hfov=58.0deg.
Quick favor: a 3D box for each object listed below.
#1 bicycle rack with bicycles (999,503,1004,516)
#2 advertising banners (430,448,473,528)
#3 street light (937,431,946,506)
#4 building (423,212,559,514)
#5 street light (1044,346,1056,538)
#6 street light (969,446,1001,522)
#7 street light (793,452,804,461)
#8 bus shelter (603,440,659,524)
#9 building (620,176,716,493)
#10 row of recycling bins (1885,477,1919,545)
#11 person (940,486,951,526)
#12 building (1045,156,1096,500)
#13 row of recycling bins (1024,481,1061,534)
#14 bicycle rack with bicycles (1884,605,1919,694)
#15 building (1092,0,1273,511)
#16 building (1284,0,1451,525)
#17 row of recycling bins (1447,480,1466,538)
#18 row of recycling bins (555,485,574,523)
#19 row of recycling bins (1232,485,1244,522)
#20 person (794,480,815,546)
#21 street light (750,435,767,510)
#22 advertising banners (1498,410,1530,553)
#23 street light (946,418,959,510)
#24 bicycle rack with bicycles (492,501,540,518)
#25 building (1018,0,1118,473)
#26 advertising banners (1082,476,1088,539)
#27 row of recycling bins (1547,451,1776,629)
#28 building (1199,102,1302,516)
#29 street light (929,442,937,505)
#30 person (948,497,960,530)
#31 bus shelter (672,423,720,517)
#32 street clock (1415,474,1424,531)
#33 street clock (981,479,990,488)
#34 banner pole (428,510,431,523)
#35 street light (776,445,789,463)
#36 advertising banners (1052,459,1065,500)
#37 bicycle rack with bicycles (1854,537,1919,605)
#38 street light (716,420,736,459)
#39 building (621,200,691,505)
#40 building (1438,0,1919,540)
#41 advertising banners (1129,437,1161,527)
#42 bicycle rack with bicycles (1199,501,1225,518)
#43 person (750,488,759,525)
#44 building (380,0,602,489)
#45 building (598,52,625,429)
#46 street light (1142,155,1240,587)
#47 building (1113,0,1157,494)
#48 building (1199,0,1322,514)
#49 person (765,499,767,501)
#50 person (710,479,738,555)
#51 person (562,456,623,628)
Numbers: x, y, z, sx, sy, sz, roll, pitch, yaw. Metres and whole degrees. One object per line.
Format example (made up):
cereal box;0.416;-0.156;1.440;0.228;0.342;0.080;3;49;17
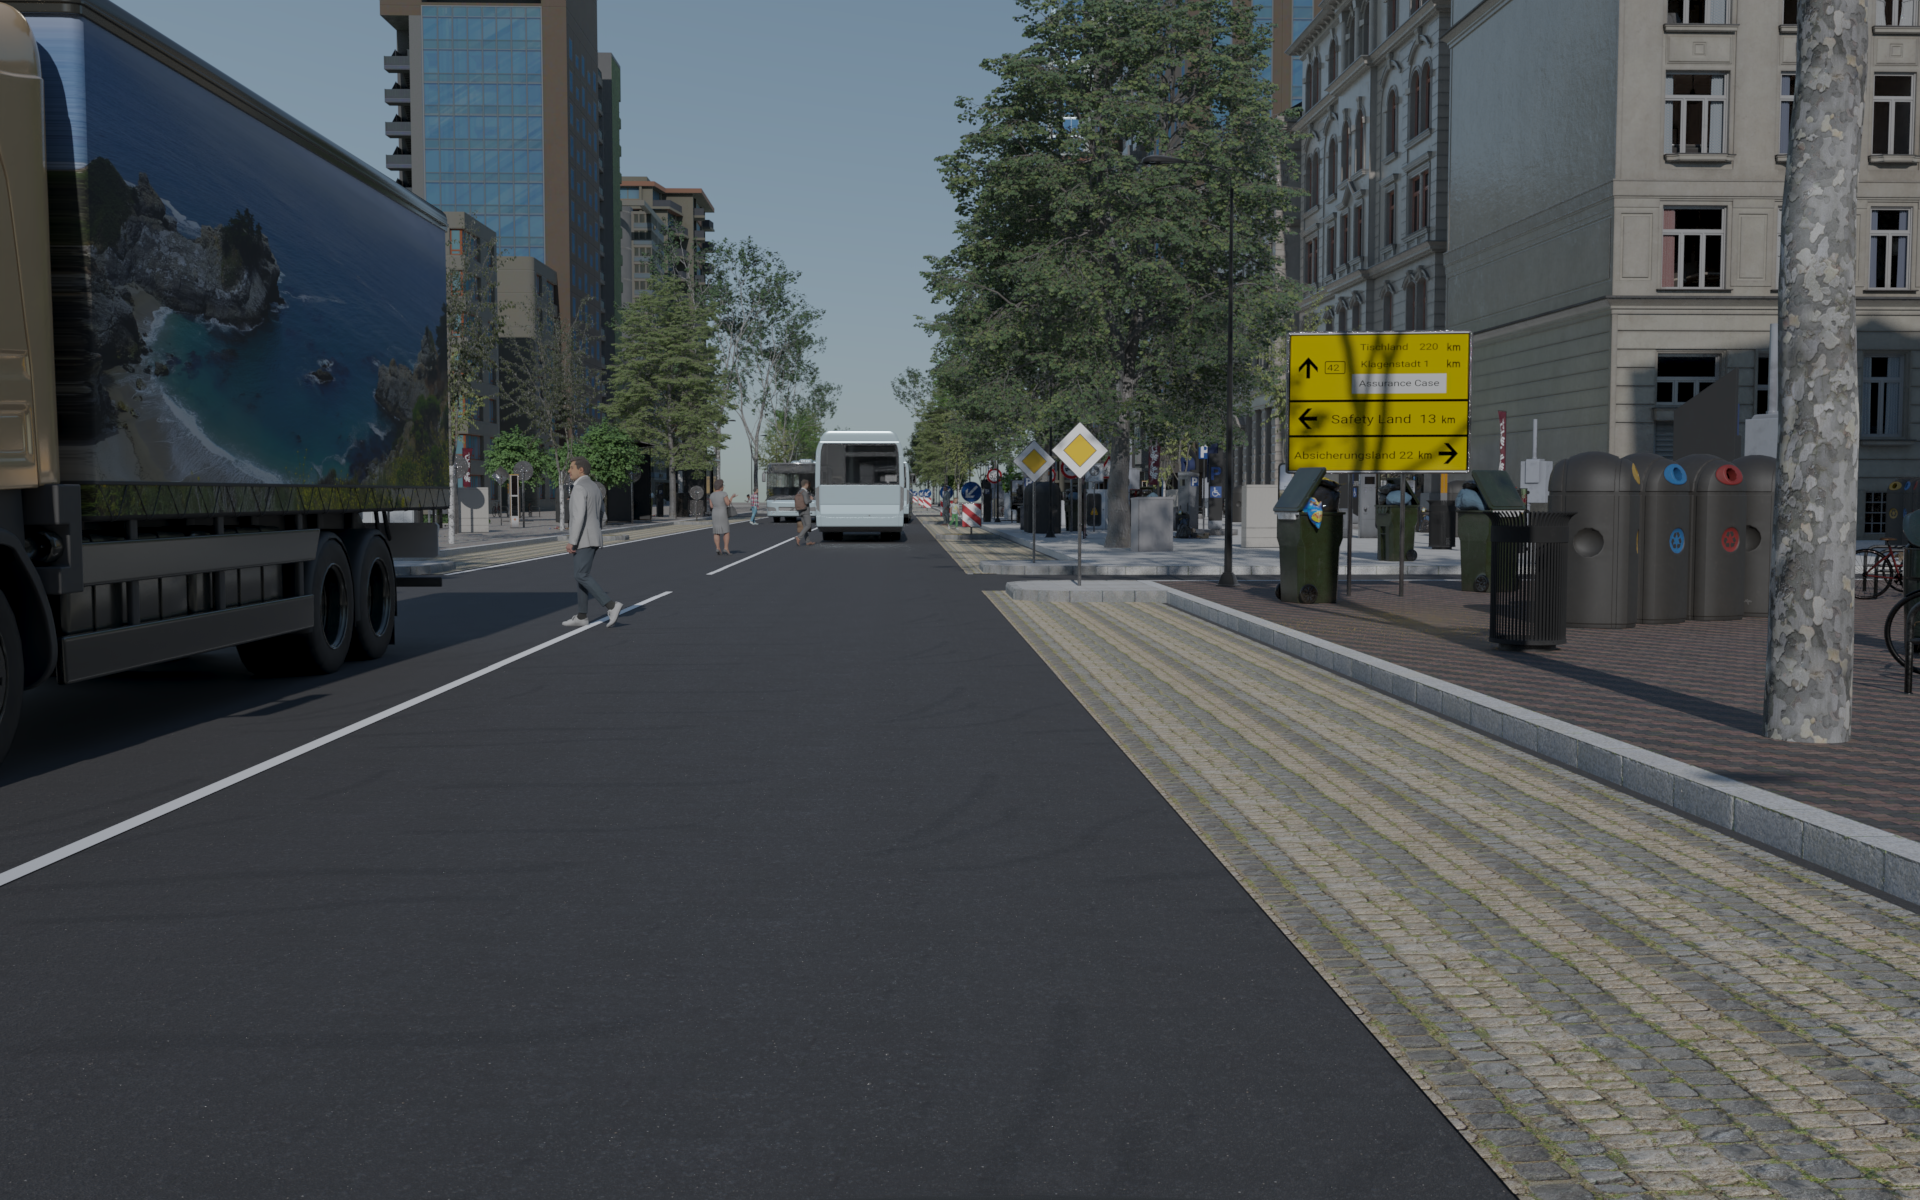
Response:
bicycle rack with bicycles;3.383;-5.377;101.288;2.925;0.926;2.852;0;4;-8
advertising banners;-19.047;-4.207;64.968;0.090;3.025;2.074;2;4;33
street light;-0.750;-9.542;128.550;1.470;5.913;1.316;0;4;-2
building;-44.634;-16.829;120.198;27.650;21.520;28.899;0;4;-2
street light;2.130;-4.794;50.923;1.470;5.913;1.316;0;4;-2
street light;1.165;-6.459;78.147;1.470;5.913;1.316;0;4;-2
street light;-17.871;-13.396;191.563;1.470;5.913;1.316;0;4;-2
bus shelter;-14.923;-5.336;78.525;1.731;3.624;6.357;0;4;-2
building;-45.877;-35.868;241.060;22.147;44.769;28.867;0;4;-2
row of recycling bins;22.457;-2.028;40.264;1.069;1.692;3.534;1;4;14
person;-0.618;-4.251;78.099;0.391;1.810;0.635;-1;4;-22
building;21.623;-34.655;221.238;22.147;44.769;28.867;0;4;-2
row of recycling bins;2.680;-3.081;57.485;1.069;1.692;3.534;0;4;-5
bicycle rack with bicycles;7.336;0.141;11.077;2.852;0.926;2.925;-2;4;-33
building;20.115;-31.342;162.555;14.600;45.320;14.200;0;4;-2
building;23.643;-17.675;76.379;14.401;28.519;23.554;0;4;-2
row of recycling bins;15.299;-2.780;52.571;1.069;1.692;3.534;1;4;23
row of recycling bins;-17.522;-4.310;77.587;1.069;1.692;3.534;-1;4;-21
row of recycling bins;13.883;-4.422;79.419;3.534;1.692;1.069;-2;4;-33
person;-4.332;-2.414;47.935;0.822;1.834;0.622;-3;5;-42
street light;-15.783;-9.981;135.737;1.470;5.913;1.316;0;4;-2
advertising banners;11.798;-2.494;36.969;0.090;3.025;2.074;3;4;36
street light;0.066;-8.181;106.297;1.470;5.913;1.316;0;4;-2
bicycle rack with bicycles;-24.376;-5.022;95.494;2.852;0.926;2.925;-2;4;-27
building;20.703;-57.319;249.828;22.319;86.520;31.000;0;4;-2
advertising banners;3.572;-3.274;49.711;0.090;3.025;2.074;0;4;7
row of recycling bins;7.234;-0.641;17.590;3.534;1.692;1.069;-2;4;-33
building;20.642;-16.469;98.147;11.050;23.489;19.941;0;4;-2
street light;-1.797;-11.213;155.871;1.470;5.913;1.316;0;4;-2
person;-0.242;-3.478;69.606;0.306;1.304;0.590;-3;5;-44
bus shelter;-15.444;-7.518;100.545;2.179;5.291;8.768;0;4;-2
street clock;15.997;-3.434;60.720;0.358;2.002;0.471;-3;5;-44
street clock;1.269;-4.971;85.850;0.358;2.002;0.471;3;5;43
banner pole;-17.056;-3.997;55.368;0.401;3.779;0.863;-2;4;-32
street light;-16.738;-11.647;162.961;1.470;5.913;1.316;0;4;-2
advertising banners;4.904;-5.521;86.454;0.090;3.025;2.074;1;4;23
bicycle rack with bicycles;12.465;-0.494;21.459;2.925;0.926;2.852;2;4;25
street light;-14.666;-8.291;108.097;1.470;5.913;1.316;0;4;-2
building;-49.678;-31.969;214.575;32.217;40.220;23.993;0;4;-2
building;31.766;-13.547;54.778;30.059;22.955;16.112;0;4;-2
advertising banners;5.385;-3.487;53.203;0.090;3.025;2.074;-3;5;-44
bicycle rack with bicycles;13.855;-4.924;93.894;2.852;0.926;2.925;0;4;-6
person;-9.670;-4.402;81.310;0.643;1.720;0.563;-2;4;-34
building;-37.525;-30.042;141.305;14.600;45.320;14.200;0;4;-2
building;-38.394;-28.864;155.524;14.154;41.232;14.086;0;4;-2
street light;3.190;-3.142;23.918;1.470;5.913;1.316;0;4;-2
building;24.371;-31.844;140.259;23.786;49.044;30.456;0;4;-2
building;21.115;-28.614;117.952;14.600;45.320;14.200;0;4;-2
person;-11.770;-6.137;109.666;1.217;1.723;0.721;-1;4;-14
person;-5.498;-1.944;40.641;0.716;1.782;0.532;2;4;27
person;-3.974;-0.635;18.722;0.795;1.843;0.661;1;4;13
